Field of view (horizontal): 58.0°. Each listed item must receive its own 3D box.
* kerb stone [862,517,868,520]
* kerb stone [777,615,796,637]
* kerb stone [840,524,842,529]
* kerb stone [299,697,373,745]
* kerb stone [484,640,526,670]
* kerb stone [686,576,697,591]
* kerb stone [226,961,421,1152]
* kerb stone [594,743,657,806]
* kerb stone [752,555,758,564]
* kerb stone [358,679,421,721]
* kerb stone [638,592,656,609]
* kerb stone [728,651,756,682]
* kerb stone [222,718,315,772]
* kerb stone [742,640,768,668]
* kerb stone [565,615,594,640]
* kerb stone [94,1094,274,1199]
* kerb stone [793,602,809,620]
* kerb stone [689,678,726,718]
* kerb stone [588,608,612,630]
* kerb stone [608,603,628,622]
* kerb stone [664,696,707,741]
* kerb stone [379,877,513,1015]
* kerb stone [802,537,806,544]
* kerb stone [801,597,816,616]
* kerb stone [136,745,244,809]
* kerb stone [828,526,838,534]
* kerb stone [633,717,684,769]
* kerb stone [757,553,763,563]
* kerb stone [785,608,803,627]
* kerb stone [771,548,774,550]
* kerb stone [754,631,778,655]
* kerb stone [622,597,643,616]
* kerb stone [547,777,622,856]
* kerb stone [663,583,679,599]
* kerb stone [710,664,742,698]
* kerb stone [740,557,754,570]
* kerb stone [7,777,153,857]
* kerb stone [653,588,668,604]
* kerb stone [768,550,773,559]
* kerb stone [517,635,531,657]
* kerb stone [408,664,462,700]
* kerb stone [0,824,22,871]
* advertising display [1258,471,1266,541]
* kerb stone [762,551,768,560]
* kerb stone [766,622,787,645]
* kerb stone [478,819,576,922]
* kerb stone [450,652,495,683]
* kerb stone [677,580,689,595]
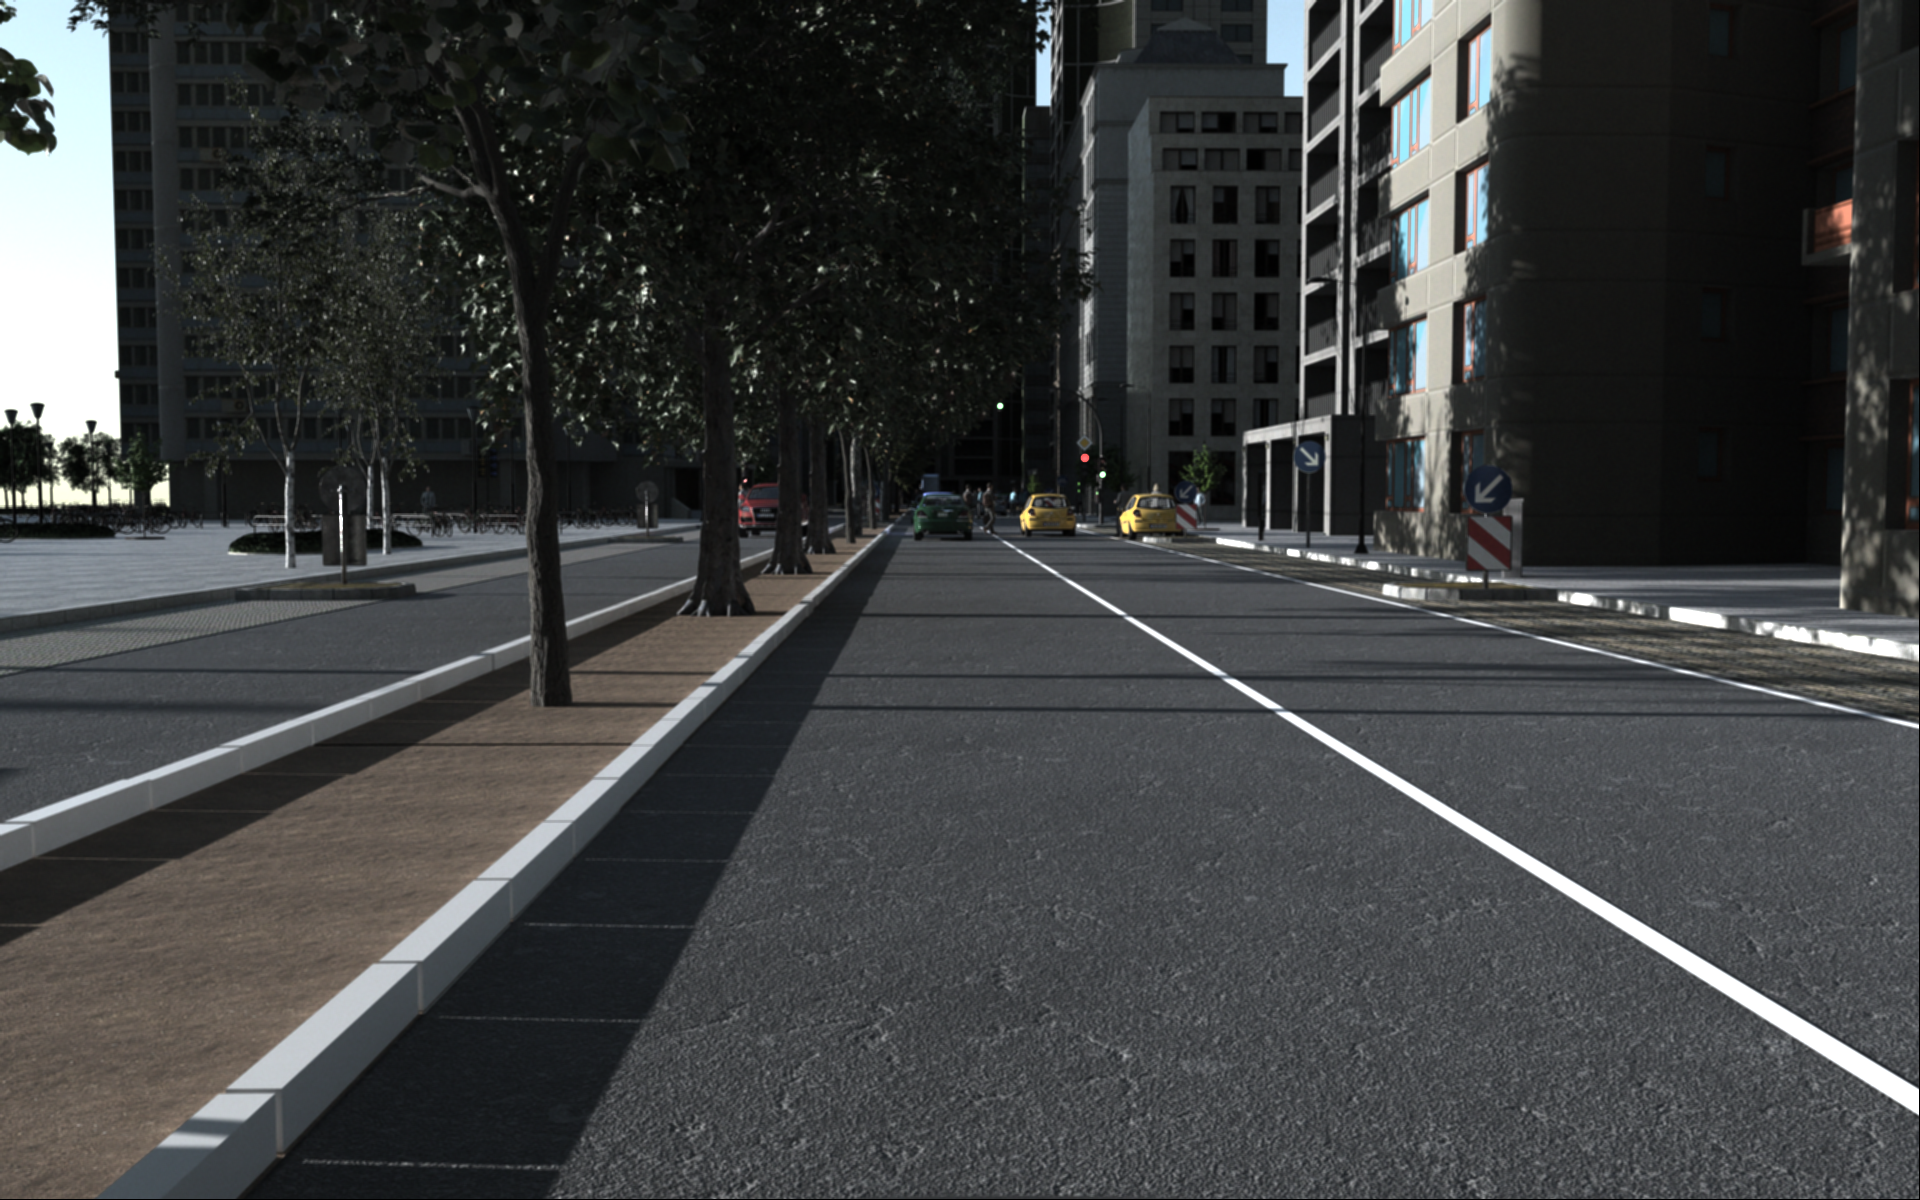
[{"bbox_3d":[-5.506,-4.817,101.109,0.120,0.150,1.000,0,4,-1],"label":"kerb stone"},{"bbox_3d":[-1.787,0.285,17.530,0.120,0.150,1.000,0,4,-1],"label":"kerb stone"},{"bbox_3d":[-4.875,-2.846,68.759,0.120,0.150,1.000,0,4,-1],"label":"kerb stone"},{"bbox_3d":[-3.746,0.726,10.351,0.120,0.150,1.000,0,4,-1],"label":"kerb stone"},{"bbox_3d":[-3.826,0.472,14.471,0.120,0.150,1.000,0,4,-1],"label":"kerb stone"},{"bbox_3d":[-4.048,-0.216,25.732,0.120,0.150,1.000,0,4,-1],"label":"kerb stone"},{"bbox_3d":[-1.533,1.098,4.238,0.120,0.150,1.000,0,4,-1],"label":"kerb stone"},{"bbox_3d":[-1.609,0.848,8.332,0.120,0.150,1.000,0,4,-1],"label":"kerb stone"},{"bbox_3d":[-4.231,-0.781,34.957,0.120,0.150,1.000,0,4,-1],"label":"kerb stone"},{"bbox_3d":[-3.764,0.663,11.373,0.120,0.150,1.000,0,4,-1],"label":"kerb stone"},{"bbox_3d":[-3.969,0.035,21.637,0.120,0.150,1.000,0,4,-1],"label":"kerb stone"},{"bbox_3d":[-1.709,0.539,13.442,0.120,0.150,1.000,0,4,-1],"label":"kerb stone"},{"bbox_3d":[-3.727,0.787,9.329,0.120,0.150,1.000,0,4,-1],"label":"kerb stone"},{"bbox_3d":[-1.733,0.474,14.463,0.120,0.150,1.000,0,4,-1],"label":"kerb stone"},{"bbox_3d":[-3.888,0.285,17.538,0.120,0.150,1.000,0,4,-1],"label":"kerb stone"},{"bbox_3d":[-1.515,1.161,3.210,0.120,0.150,1.000,0,4,-1],"label":"kerb stone"},{"bbox_3d":[-1.829,0.161,19.578,0.120,0.150,1.000,0,4,-1],"label":"kerb stone"},{"bbox_3d":[-1.674,0.660,11.398,0.120,0.150,1.000,0,4,-1],"label":"kerb stone"},{"bbox_3d":[-3.906,0.222,18.559,0.120,0.150,1.000,0,4,-1],"label":"kerb stone"},{"bbox_3d":[-3.928,0.164,19.581,0.120,0.150,1.000,0,4,-1],"label":"kerb stone"},{"bbox_3d":[-1.656,0.723,10.375,0.120,0.150,1.000,0,4,-1],"label":"kerb stone"},{"bbox_3d":[-1.546,1.036,5.260,0.120,0.150,1.000,0,4,-1],"label":"kerb stone"},{"bbox_3d":[-4.539,-1.784,51.363,0.120,0.150,1.000,0,4,-1],"label":"kerb stone"},{"bbox_3d":[-1.839,0.101,20.610,0.120,0.150,1.000,0,4,-1],"label":"kerb stone"},{"bbox_3d":[-3.708,0.856,8.308,0.120,0.150,1.000,0,4,-1],"label":"kerb stone"},{"bbox_3d":[-4.816,-2.660,65.693,0.120,0.150,1.000,0,4,-1],"label":"kerb stone"},{"bbox_3d":[-1.633,0.785,9.353,0.120,0.150,1.000,0,4,-1],"label":"kerb stone"},{"bbox_3d":[-4.247,-0.838,35.993,0.120,0.150,1.000,0,4,-1],"label":"kerb stone"},{"bbox_3d":[-1.809,0.223,18.556,0.120,0.150,1.000,0,4,-1],"label":"kerb stone"},{"bbox_3d":[-4.302,-1.030,39.068,0.120,0.150,1.000,0,4,-1],"label":"kerb stone"},{"bbox_3d":[-1.757,0.410,15.485,0.120,0.150,1.000,0,4,-1],"label":"kerb stone"},{"bbox_3d":[-3.947,0.098,20.616,0.120,0.150,1.000,0,4,-1],"label":"kerb stone"},{"bbox_3d":[-1.585,0.912,7.310,0.120,0.150,1.000,0,4,-1],"label":"kerb stone"},{"bbox_3d":[-4.012,-0.091,23.688,0.120,0.150,1.000,0,4,-1],"label":"kerb stone"},{"bbox_3d":[-1.692,0.599,12.420,0.120,0.150,1.000,0,4,-1],"label":"kerb stone"},{"bbox_3d":[-4.206,-0.718,33.934,0.120,0.150,1.000,0,4,-1],"label":"kerb stone"},{"bbox_3d":[-3.693,0.912,7.286,0.120,0.150,1.000,0,4,-1],"label":"kerb stone"},{"bbox_3d":[-3.991,-0.022,22.667,0.120,0.150,1.000,0,4,-1],"label":"kerb stone"},{"bbox_3d":[-4.279,-0.968,38.036,0.120,0.150,1.000,0,4,-1],"label":"kerb stone"},{"bbox_3d":[-3.849,0.410,15.493,0.120,0.150,1.000,0,4,-1],"label":"kerb stone"},{"bbox_3d":[-3.786,0.598,12.412,0.120,0.150,1.000,0,4,-1],"label":"kerb stone"},{"bbox_3d":[-3.675,0.979,6.264,0.120,0.150,1.000,0,4,-1],"label":"kerb stone"},{"bbox_3d":[8.366,-2.616,47.993,0.123,1.923,0.974,1,4,16],"label":"advertising display"},{"bbox_3d":[-4.268,-0.904,37.014,0.120,0.150,1.000,0,4,-1],"label":"kerb stone"},{"bbox_3d":[-1.772,0.348,16.508,0.120,0.150,1.000,0,4,-1],"label":"kerb stone"},{"bbox_3d":[-1.566,0.974,6.288,0.120,0.150,1.000,0,4,-1],"label":"kerb stone"},{"bbox_3d":[-3.814,0.540,13.434,0.120,0.150,1.000,0,4,-1],"label":"kerb stone"},{"bbox_3d":[-4.032,-0.154,24.710,0.120,0.150,1.000,0,4,-1],"label":"kerb stone"}]
